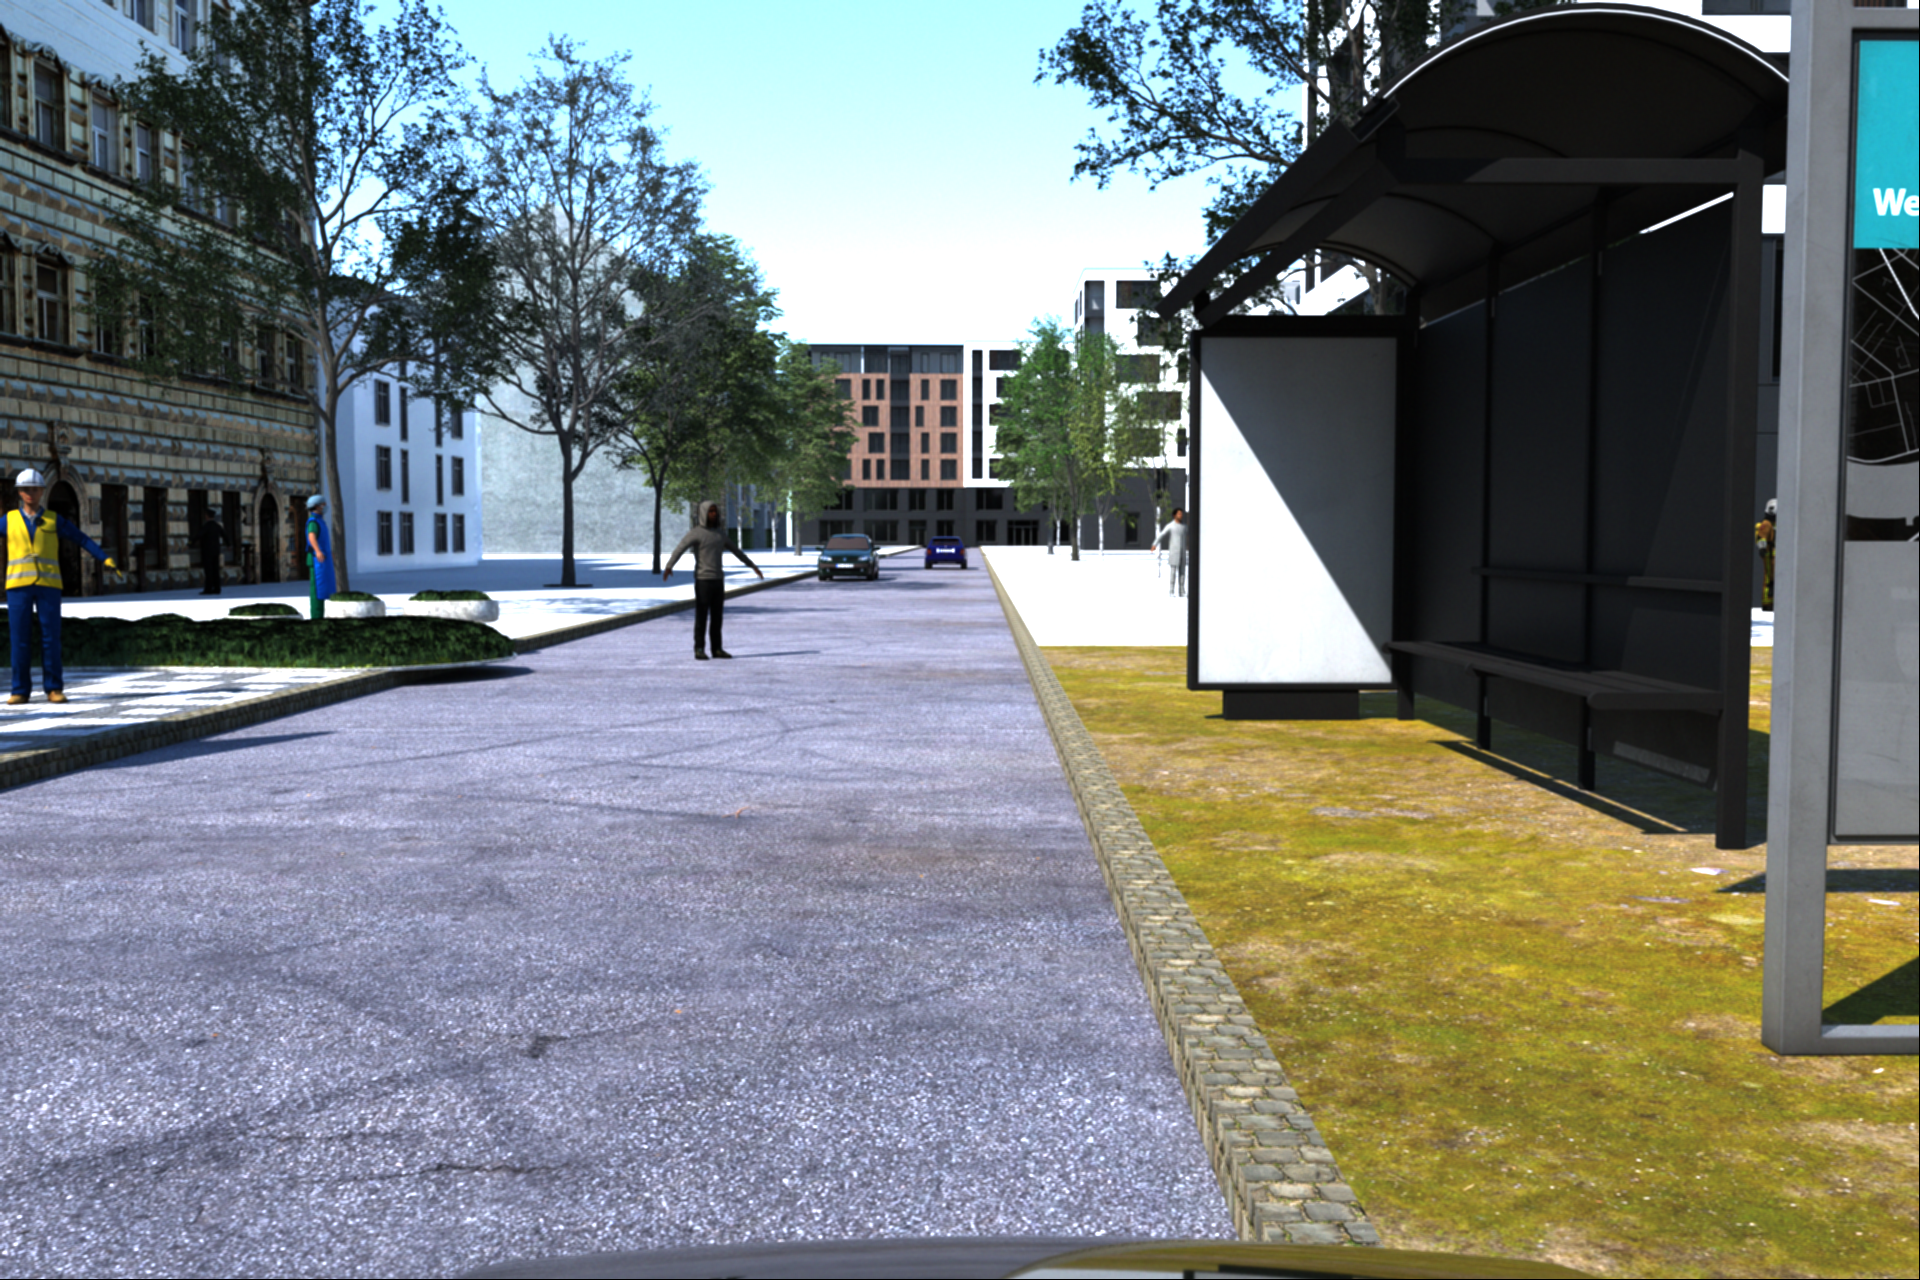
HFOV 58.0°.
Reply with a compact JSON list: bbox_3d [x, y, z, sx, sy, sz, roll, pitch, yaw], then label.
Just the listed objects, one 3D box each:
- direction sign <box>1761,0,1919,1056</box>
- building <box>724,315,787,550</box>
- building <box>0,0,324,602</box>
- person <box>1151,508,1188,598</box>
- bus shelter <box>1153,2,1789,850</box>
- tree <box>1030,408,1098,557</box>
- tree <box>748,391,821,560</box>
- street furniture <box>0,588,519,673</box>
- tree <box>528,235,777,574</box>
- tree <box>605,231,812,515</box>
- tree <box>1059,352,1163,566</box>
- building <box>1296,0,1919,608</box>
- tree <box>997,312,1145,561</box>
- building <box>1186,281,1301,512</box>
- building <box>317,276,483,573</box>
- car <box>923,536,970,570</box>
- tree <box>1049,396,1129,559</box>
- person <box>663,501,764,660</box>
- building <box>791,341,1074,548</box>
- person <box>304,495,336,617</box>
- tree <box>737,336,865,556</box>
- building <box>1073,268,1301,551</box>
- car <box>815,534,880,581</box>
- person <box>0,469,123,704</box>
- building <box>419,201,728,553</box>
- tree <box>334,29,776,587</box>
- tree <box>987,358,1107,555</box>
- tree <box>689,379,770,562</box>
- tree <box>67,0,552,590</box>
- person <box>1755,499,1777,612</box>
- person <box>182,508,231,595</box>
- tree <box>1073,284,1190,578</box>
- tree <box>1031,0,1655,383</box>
[{"bbox_3d":[2.076,-0.909,3.628,2.525,3.948,1.411,0,4,-1],"label":"direction sign"},{"bbox_3d":[-25.651,-17.549,153.385,16.747,18.905,31.486,0,4,1],"label":"building"},{"bbox_3d":[-27.099,-12.727,39.019,19.493,23.208,18.063,0,4,-1],"label":"building"},{"bbox_3d":[4.412,-1.760,34.968,1.347,1.806,0.705,-2,4,-23],"label":"person"},{"bbox_3d":[2.392,-0.946,9.388,2.014,3.302,5.546,0,4,-1],"label":"bus shelter"},{"bbox_3d":[5.408,-9.054,98.394,4.360,8.622,3.978,0,3,0],"label":"tree"},{"bbox_3d":[-9.314,-8.311,86.246,4.360,8.622,3.978,0,3,0],"label":"tree"},{"bbox_3d":[-9.622,-0.146,18.013,10.072,0.657,5.734,0,4,-5],"label":"street furniture"},{"bbox_3d":[-9.791,-7.376,55.008,8.767,10.594,7.601,0,4,3],"label":"tree"},{"bbox_3d":[-9.445,-8.988,65.085,7.486,12.596,7.792,0,3,0],"label":"tree"},{"bbox_3d":[5.916,-7.325,70.131,4.737,8.622,4.395,0,3,0],"label":"tree"},{"bbox_3d":[22.471,-12.325,45.493,27.936,21.610,32.646,0,3,0],"label":"building"},{"bbox_3d":[5.315,-9.546,81.838,9.928,11.665,9.643,0,3,0],"label":"tree"},{"bbox_3d":[22.304,-16.758,130.407,16.016,20.090,11.380,0,4,0],"label":"building"},{"bbox_3d":[-24.102,-7.852,70.533,9.099,9.664,28.070,0,4,0],"label":"building"},{"bbox_3d":[-0.563,-3.589,71.263,1.945,1.354,3.894,0,4,0],"label":"car"},{"bbox_3d":[5.942,-8.496,89.267,4.360,8.622,3.978,0,3,0],"label":"tree"},{"bbox_3d":[-2.860,-0.690,19.865,1.348,1.813,0.705,-3,5,-42],"label":"person"},{"bbox_3d":[-2.314,-21.371,195.843,32.646,21.610,27.936,0,4,-3],"label":"building"},{"bbox_3d":[-8.762,-1.078,23.744,0.704,1.817,1.347,-1,4,-14],"label":"person"},{"bbox_3d":[-9.386,-11.136,100.208,7.486,12.596,7.792,0,3,0],"label":"tree"},{"bbox_3d":[23.587,-18.701,149.733,27.936,21.610,32.646,0,4,0],"label":"building"},{"bbox_3d":[-3.462,-2.707,54.045,2.009,1.686,4.222,0,3,0],"label":"car"},{"bbox_3d":[-7.000,-0.405,13.090,1.216,1.772,0.721,-2,4,-26],"label":"person"},{"bbox_3d":[-27.145,-17.897,123.550,19.493,23.208,18.063,0,4,0],"label":"building"},{"bbox_3d":[-9.489,-8.049,41.970,12.009,13.543,11.850,0,3,0],"label":"tree"},{"bbox_3d":[5.180,-11.532,106.679,7.486,12.596,7.792,0,3,0],"label":"tree"},{"bbox_3d":[-9.790,-7.829,78.371,4.360,8.622,3.978,0,3,0],"label":"tree"},{"bbox_3d":[-10.192,-5.683,27.327,7.601,10.594,8.767,-2,4,-27],"label":"tree"},{"bbox_3d":[13.474,-1.399,28.643,1.354,1.858,0.705,-3,5,-43],"label":"person"},{"bbox_3d":[-15.923,-1.886,36.764,0.705,1.837,1.347,1,4,19],"label":"person"},{"bbox_3d":[5.985,-6.104,50.160,4.360,8.622,3.978,0,3,0],"label":"tree"},{"bbox_3d":[5.391,-5.316,21.331,8.767,10.594,7.601,-3,4,-39],"label":"tree"}]
